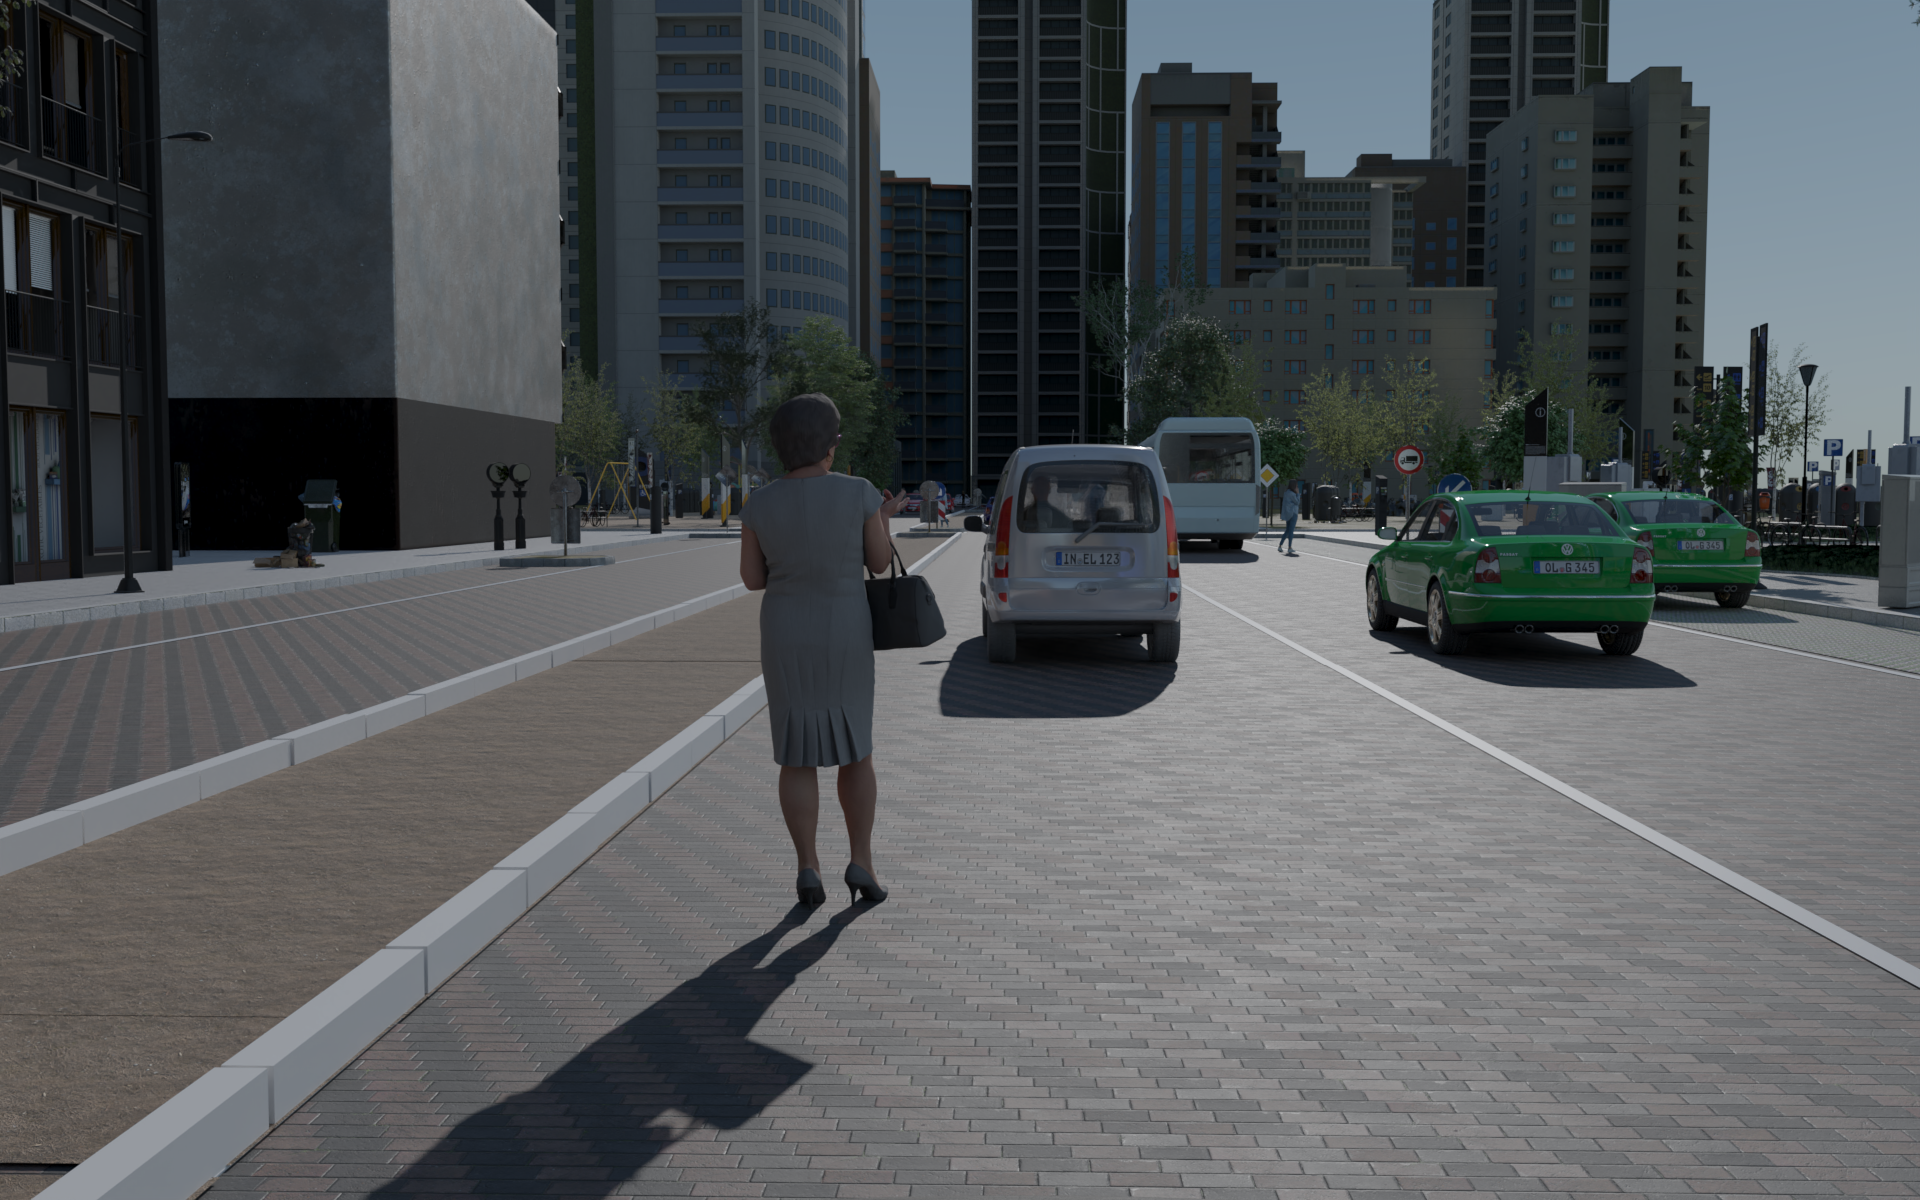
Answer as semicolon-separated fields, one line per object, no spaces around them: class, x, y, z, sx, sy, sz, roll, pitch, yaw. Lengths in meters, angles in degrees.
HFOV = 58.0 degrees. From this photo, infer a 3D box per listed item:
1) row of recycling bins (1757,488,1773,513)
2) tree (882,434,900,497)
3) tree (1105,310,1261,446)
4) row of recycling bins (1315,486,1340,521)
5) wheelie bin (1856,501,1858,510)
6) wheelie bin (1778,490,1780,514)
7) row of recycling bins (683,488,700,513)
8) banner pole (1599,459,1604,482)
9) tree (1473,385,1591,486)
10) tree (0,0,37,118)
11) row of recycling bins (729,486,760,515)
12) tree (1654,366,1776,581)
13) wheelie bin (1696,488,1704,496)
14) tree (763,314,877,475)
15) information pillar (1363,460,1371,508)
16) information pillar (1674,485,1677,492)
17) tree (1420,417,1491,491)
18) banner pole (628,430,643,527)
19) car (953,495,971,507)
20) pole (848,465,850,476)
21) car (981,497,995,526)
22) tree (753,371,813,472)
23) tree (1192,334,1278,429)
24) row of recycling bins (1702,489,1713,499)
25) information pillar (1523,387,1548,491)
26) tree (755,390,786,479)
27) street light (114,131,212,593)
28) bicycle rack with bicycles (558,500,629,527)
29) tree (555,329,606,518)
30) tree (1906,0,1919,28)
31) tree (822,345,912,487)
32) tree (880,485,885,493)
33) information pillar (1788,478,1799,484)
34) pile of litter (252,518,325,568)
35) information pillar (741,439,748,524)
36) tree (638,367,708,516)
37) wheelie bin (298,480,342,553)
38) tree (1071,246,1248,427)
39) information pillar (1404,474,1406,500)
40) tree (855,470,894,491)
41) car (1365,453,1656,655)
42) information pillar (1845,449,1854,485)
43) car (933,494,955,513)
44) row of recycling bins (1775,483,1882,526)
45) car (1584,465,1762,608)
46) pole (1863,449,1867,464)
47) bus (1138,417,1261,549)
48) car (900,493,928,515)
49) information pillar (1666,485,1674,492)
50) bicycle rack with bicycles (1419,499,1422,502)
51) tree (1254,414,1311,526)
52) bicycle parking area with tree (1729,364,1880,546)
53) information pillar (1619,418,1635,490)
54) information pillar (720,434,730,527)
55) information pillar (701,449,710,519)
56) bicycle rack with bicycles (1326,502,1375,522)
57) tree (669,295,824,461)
row of recycling bins;55.787;-6.924;120.316;1.069;1.692;3.534;0;4;-2
tree;-7.228;-12.885;161.032;4.360;8.622;3.978;0;3;0
tree;14.313;-11.683;108.023;9.611;12.733;9.660;0;3;0
row of recycling bins;18.165;-4.786;85.356;1.069;1.692;3.534;1;4;19
wheelie bin;56.680;-6.248;110.056;0.980;1.594;0.693;0;4;-6
wheelie bin;58.329;-7.077;123.615;0.980;1.594;0.693;-2;4;-24
row of recycling bins;-18.809;-6.919;120.231;1.069;1.692;3.534;0;4;7
banner pole;43.583;-7.810;117.716;0.401;3.779;0.863;3;5;41
tree;17.262;-4.194;52.292;4.285;4.588;4.351;0;3;0
tree;-11.138;-4.001;15.775;4.360;8.622;3.978;0;3;0
row of recycling bins;-13.074;-6.085;106.602;1.069;1.692;3.534;2;4;33
tree;11.474;-1.906;25.769;1.663;3.219;1.824;0;3;0
wheelie bin;39.486;-5.202;92.961;0.693;1.594;0.980;-2;4;-28
tree;-8.671;-11.711;109.598;7.486;12.596;7.792;0;3;0
information pillar;27.191;-7.606;115.708;0.504;3.616;0.183;2;4;23
information pillar;57.255;-8.221;138.897;0.304;2.012;0.304;-2;4;-25
tree;12.669;-3.003;43.704;1.663;3.219;1.824;0;3;0
banner pole;-12.696;-4.737;67.463;0.401;3.779;0.863;-3;5;-43
car;0.196;-10.958;191.525;2.083;1.381;4.827;0;4;1
pole;-7.843;-7.859;122.343;0.158;3.312;0.155;0;3;0
car;1.880;-3.872;75.893;1.945;1.354;3.894;0;4;1
tree;-9.661;-9.066;98.599;4.360;8.622;3.978;0;3;0
tree;12.826;-7.966;80.604;4.737;8.622;4.395;0;3;0
row of recycling bins;58.290;-7.838;135.264;3.534;1.692;1.069;1;4;23
information pillar;12.625;-2.851;37.972;0.504;3.616;0.183;1;4;23
tree;-12.465;-10.485;121.791;4.737;8.622;4.395;0;3;0
street light;-10.272;-3.046;22.342;1.470;5.913;1.316;0;4;2
bicycle rack with bicycles;-14.940;-3.349;68.136;2.852;0.926;2.925;2;4;27
tree;-17.249;-7.461;72.355;4.360;8.622;3.978;0;3;0
tree;11.924;-6.354;14.265;12.009;13.543;11.850;0;3;0
tree;-8.309;-13.248;133.619;9.611;12.733;9.660;0;3;0
tree;-7.088;-9.492;149.800;1.663;3.219;1.824;0;3;0
information pillar;36.992;-4.430;76.919;0.304;2.012;0.304;-1;4;-22
pile of litter;-11.825;-1.009;30.462;1.176;0.858;1.719;-2;4;-26
information pillar;-9.151;-5.030;73.598;0.183;3.616;0.504;-2;4;-26
tree;-16.645;-9.161;100.146;4.360;8.622;3.978;0;3;0
wheelie bin;-14.073;-1.851;38.172;0.980;1.594;0.693;0;4;-3
tree;15.146;-16.919;132.509;12.611;20.169;13.585;0;3;0
information pillar;27.486;-7.045;106.537;0.183;3.616;0.504;-1;4;-19
tree;-7.358;-9.877;145.199;4.285;4.588;4.351;0;3;0
car;5.166;-0.489;16.794;1.959;1.807;4.718;0;4;2
information pillar;46.362;-6.052;90.299;0.183;3.616;0.504;-1;4;-13
car;-1.414;-7.526;132.090;2.155;1.783;4.494;0;4;2
row of recycling bins;32.462;-3.512;64.539;3.534;1.692;1.069;1;4;16
car;8.951;-0.872;23.050;1.959;1.807;4.718;0;4;1
pole;40.908;-5.165;78.291;0.158;3.312;0.155;0;3;0
bus;6.326;-3.260;48.154;2.948;3.499;13.247;0;4;4
car;-3.238;-6.841;120.887;2.155;1.783;4.494;0;4;1
information pillar;54.805;-7.916;133.925;0.304;2.012;0.304;3;5;43
bicycle rack with bicycles;34.800;-7.243;131.803;2.852;0.926;2.925;1;4;19
tree;12.752;-5.349;71.175;4.285;4.588;4.351;0;3;0
bicycle parking area with tree;21.317;-3.168;38.798;8.231;4.147;9.016;0;4;7
information pillar;20.469;-3.787;53.280;0.183;3.616;0.504;-3;5;-41
information pillar;-9.170;-4.668;67.680;0.183;3.616;0.504;2;4;31
information pillar;-13.146;-5.998;89.421;0.504;3.616;0.183;2;4;35
bicycle rack with bicycles;18.545;-4.143;81.125;2.925;0.926;2.852;0;4;-8
tree;-9.796;-8.939;80.573;8.767;10.594;7.601;2;4;34
